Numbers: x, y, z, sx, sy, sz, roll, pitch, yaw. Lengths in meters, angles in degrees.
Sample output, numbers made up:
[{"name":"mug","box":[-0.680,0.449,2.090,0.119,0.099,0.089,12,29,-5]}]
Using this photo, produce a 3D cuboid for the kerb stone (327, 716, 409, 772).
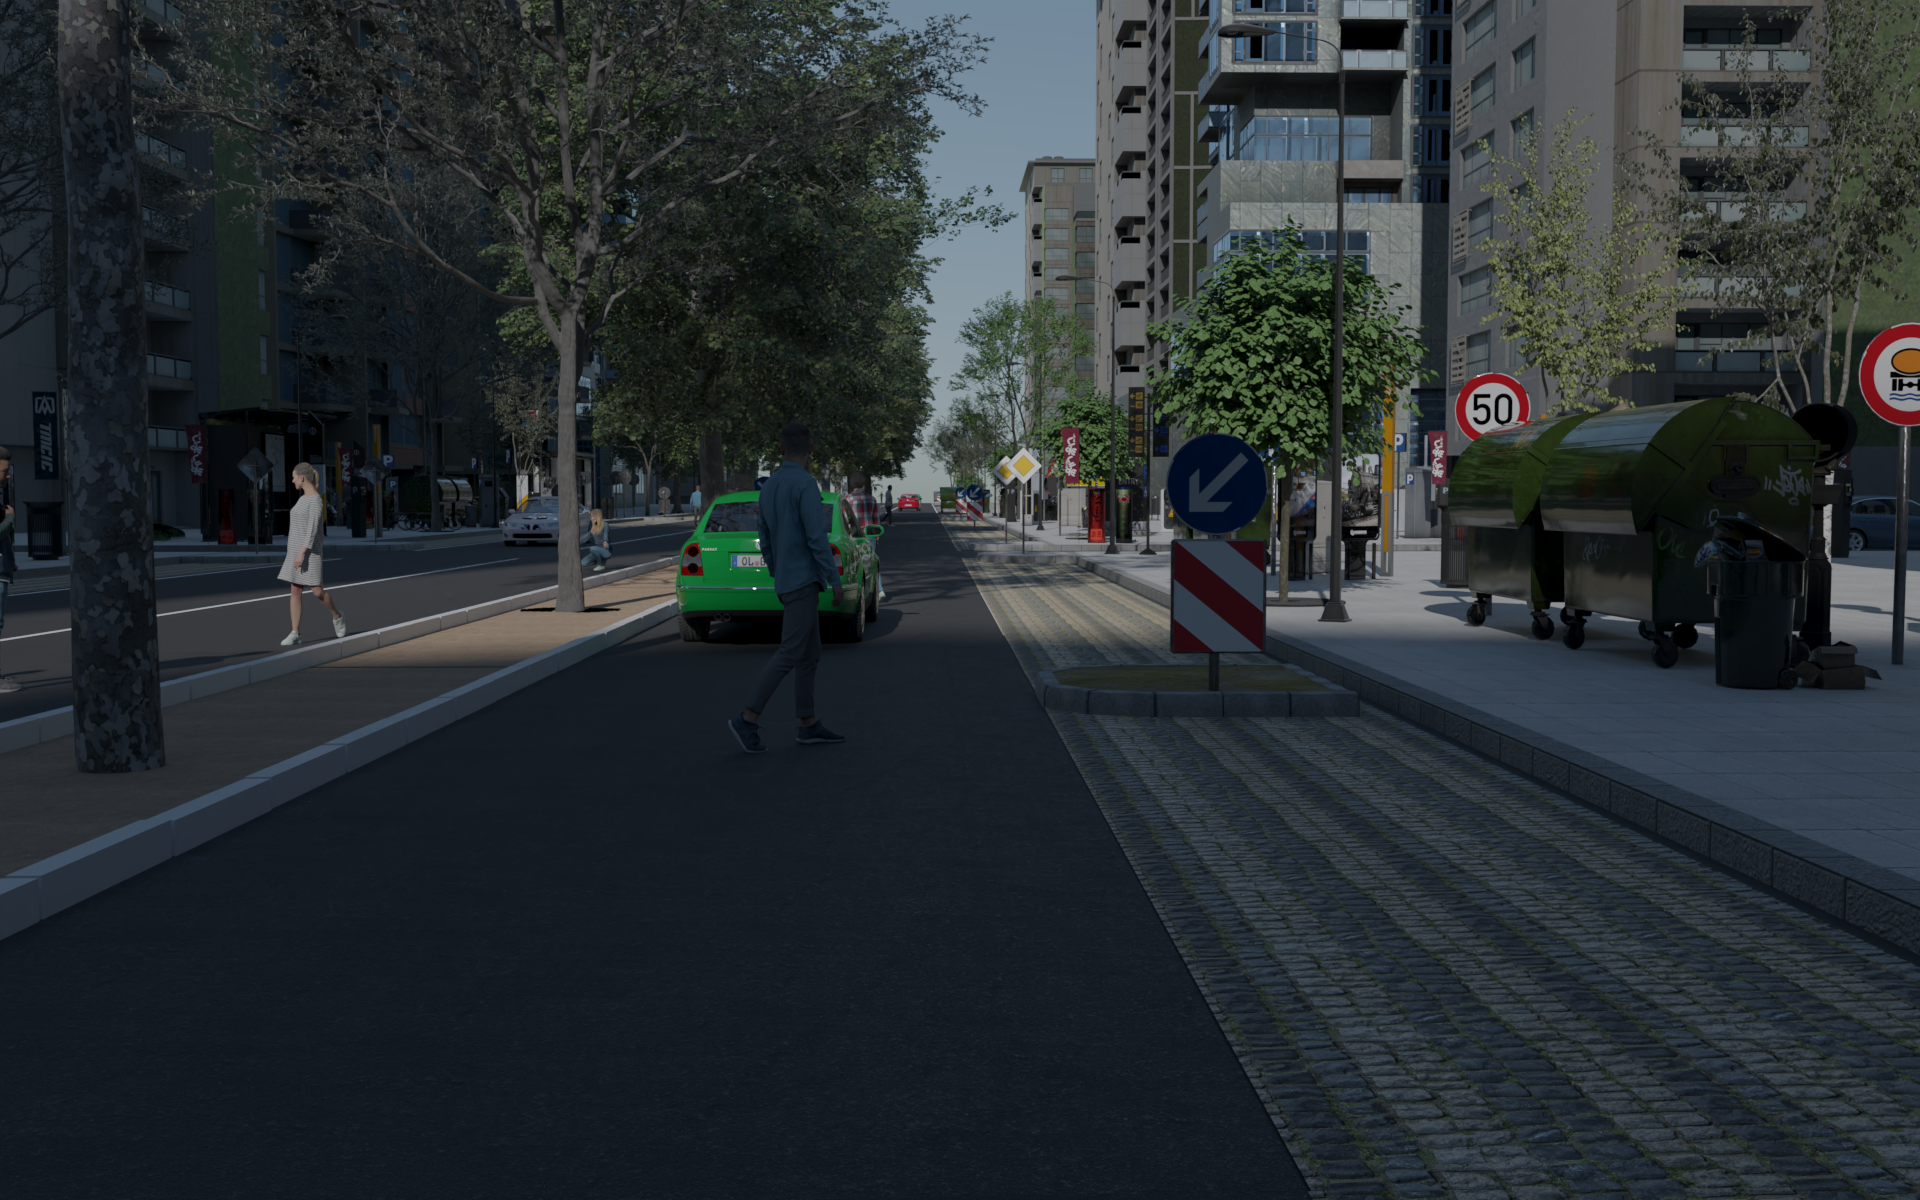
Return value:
[{"name":"kerb stone","box":[-3.218,0.782,9.406,0.120,0.150,1.000,0,4,-1]}]

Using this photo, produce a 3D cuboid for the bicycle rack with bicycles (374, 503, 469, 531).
[{"name":"bicycle rack with bicycles","box":[-19.062,-2.928,61.258,2.925,0.926,2.852,-1,4,-12]}]

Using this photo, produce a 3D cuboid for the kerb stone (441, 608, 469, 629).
[{"name":"kerb stone","box":[-5.500,0.218,18.624,0.120,0.150,1.000,0,4,-1]}]

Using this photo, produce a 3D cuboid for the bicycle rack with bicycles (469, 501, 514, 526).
[{"name":"bicycle rack with bicycles","box":[-19.354,-3.492,70.483,2.852,0.926,2.925,-2,4,-24]}]

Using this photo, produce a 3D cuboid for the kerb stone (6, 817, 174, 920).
[{"name":"kerb stone","box":[-3.158,0.971,6.325,0.120,0.150,1.000,0,4,-1]}]

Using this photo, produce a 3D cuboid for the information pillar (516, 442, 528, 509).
[{"name":"information pillar","box":[-19.625,-5.274,77.586,0.504,3.616,0.183,-2,4,-26]}]

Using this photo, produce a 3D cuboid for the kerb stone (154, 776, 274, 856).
[{"name":"kerb stone","box":[-3.172,0.915,7.347,0.120,0.150,1.000,0,4,-1]}]

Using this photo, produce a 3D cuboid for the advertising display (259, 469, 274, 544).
[{"name":"advertising display","box":[-17.795,-2.399,44.430,0.123,1.923,0.974,-2,4,-35]}]

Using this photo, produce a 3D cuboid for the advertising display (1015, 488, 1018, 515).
[{"name":"advertising display","box":[3.676,-6.286,107.984,0.974,1.923,0.123,0,4,-2]}]

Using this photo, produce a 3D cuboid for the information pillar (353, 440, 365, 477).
[{"name":"information pillar","box":[-25.717,-5.062,74.120,0.504,3.616,0.183,-2,4,-26]}]

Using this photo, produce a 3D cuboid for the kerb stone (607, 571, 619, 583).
[{"name":"kerb stone","box":[-5.678,-0.344,27.851,0.120,0.150,1.000,0,4,-1]}]

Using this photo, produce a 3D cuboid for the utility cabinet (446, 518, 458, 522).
[{"name":"utility cabinet","box":[-23.781,-4.259,80.797,0.306,1.237,1.020,-3,5,-44]}]

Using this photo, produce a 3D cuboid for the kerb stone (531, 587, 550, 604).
[{"name":"kerb stone","box":[-5.580,-0.032,22.724,0.120,0.150,1.000,0,4,-1]}]

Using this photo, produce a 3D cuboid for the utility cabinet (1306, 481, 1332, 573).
[{"name":"utility cabinet","box":[5.698,-1.179,27.952,0.318,1.500,1.173,3,5,40]}]

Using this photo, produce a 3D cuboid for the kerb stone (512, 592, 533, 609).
[{"name":"kerb stone","box":[-5.558,0.030,21.699,0.120,0.150,1.000,0,4,-1]}]

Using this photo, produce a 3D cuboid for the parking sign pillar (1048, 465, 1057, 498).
[{"name":"parking sign pillar","box":[6.543,-7.791,115.847,1.447,3.967,1.447,1,4,13]}]

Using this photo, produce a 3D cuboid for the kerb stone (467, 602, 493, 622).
[{"name":"kerb stone","box":[-5.515,0.155,19.654,0.120,0.150,1.000,0,4,-1]}]

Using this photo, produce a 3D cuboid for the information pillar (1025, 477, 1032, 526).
[{"name":"information pillar","box":[2.699,-4.006,69.982,0.304,2.012,0.304,-3,4,-36]}]

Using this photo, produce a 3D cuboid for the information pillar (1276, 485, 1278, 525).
[{"name":"information pillar","box":[13.524,-4.980,72.771,0.504,3.616,0.183,1,4,15]}]

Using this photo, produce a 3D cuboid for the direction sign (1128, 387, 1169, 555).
[{"name":"direction sign","box":[3.980,-2.727,36.577,0.876,3.537,0.379,1,4,20]}]

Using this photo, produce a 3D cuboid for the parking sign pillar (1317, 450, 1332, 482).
[{"name":"parking sign pillar","box":[15.809,-5.346,75.878,1.447,3.967,1.447,0,4,5]}]

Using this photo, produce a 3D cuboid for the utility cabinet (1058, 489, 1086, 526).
[{"name":"utility cabinet","box":[4.457,-3.706,69.264,1.173,1.500,0.318,3,5,41]}]

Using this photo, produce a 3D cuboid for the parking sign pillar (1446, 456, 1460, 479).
[{"name":"parking sign pillar","box":[20.784,-5.231,73.996,1.447,3.967,1.447,-1,4,-18]}]

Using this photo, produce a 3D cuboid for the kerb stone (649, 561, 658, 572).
[{"name":"kerb stone","box":[-5.759,-0.597,31.950,0.120,0.150,1.000,0,4,-1]}]

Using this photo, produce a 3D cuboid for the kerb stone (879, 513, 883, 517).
[{"name":"kerb stone","box":[-5.347,-5.897,118.615,0.120,0.150,1.000,0,4,-1]}]

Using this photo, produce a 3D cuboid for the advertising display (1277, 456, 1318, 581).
[{"name":"advertising display","box":[4.988,-1.248,25.612,0.123,1.923,0.974,3,5,40]}]

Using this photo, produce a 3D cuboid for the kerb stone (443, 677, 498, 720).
[{"name":"kerb stone","box":[-3.255,0.657,11.454,0.120,0.150,1.000,0,4,-1]}]

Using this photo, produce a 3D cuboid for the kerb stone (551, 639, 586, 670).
[{"name":"kerb stone","box":[-3.315,0.469,14.530,0.120,0.150,1.000,0,4,-1]}]

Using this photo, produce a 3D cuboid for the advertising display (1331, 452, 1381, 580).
[{"name":"advertising display","box":[5.906,-1.262,25.843,0.974,1.923,0.123,-3,4,-37]}]

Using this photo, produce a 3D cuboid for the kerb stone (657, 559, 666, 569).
[{"name":"kerb stone","box":[-5.775,-0.655,32.972,0.120,0.150,1.000,0,4,-1]}]

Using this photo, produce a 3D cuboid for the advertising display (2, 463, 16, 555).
[{"name":"advertising display","box":[-19.987,-1.908,36.411,0.123,1.923,0.974,-1,4,-22]}]

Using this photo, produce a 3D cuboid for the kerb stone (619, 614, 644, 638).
[{"name":"kerb stone","box":[-3.377,0.281,17.602,0.120,0.150,1.000,0,4,-1]}]

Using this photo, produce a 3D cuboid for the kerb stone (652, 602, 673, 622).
[{"name":"kerb stone","box":[-3.424,0.156,19.649,0.120,0.150,1.000,0,4,-1]}]

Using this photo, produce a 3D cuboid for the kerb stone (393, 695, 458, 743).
[{"name":"kerb stone","box":[-3.238,0.722,10.430,0.120,0.150,1.000,0,4,-1]}]

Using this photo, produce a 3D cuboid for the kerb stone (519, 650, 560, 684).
[{"name":"kerb stone","box":[-3.303,0.532,13.508,0.120,0.150,1.000,0,4,-1]}]

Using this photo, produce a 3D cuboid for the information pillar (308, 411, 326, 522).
[{"name":"information pillar","box":[-18.138,-3.518,48.870,0.504,3.616,0.183,1,4,20]}]

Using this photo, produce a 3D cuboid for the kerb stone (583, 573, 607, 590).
[{"name":"kerb stone","box":[-5.661,-0.283,26.828,0.120,0.150,1.000,0,4,-1]}]

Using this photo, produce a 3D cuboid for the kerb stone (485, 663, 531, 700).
[{"name":"kerb stone","box":[-3.284,0.595,12.476,0.120,0.150,1.000,0,4,-1]}]

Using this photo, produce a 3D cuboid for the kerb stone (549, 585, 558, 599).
[{"name":"kerb stone","box":[-5.597,-0.095,23.746,0.120,0.150,1.000,0,4,-1]}]

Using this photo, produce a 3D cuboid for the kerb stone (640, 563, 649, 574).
[{"name":"kerb stone","box":[-5.740,-0.534,30.923,0.120,0.150,1.000,0,4,-1]}]

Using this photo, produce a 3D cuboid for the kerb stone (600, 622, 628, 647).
[{"name":"kerb stone","box":[-3.351,0.344,16.574,0.120,0.150,1.000,0,4,-1]}]

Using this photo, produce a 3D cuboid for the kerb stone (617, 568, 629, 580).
[{"name":"kerb stone","box":[-5.702,-0.407,28.874,0.120,0.150,1.000,0,4,-1]}]

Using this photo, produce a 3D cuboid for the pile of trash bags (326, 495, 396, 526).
[{"name":"pile of trash bags","box":[-24.167,-3.630,69.110,3.447,1.369,1.912,0,4,7]}]

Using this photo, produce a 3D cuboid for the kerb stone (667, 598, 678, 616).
[{"name":"kerb stone","box":[-3.438,0.093,20.680,0.120,0.150,1.000,0,4,-1]}]

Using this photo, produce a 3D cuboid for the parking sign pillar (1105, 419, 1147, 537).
[{"name":"parking sign pillar","box":[5.063,-3.920,52.561,1.447,3.967,1.447,2,4,32]}]

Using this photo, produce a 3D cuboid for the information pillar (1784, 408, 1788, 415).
[{"name":"information pillar","box":[22.413,-3.422,47.310,0.504,3.616,0.183,-3,4,-37]}]

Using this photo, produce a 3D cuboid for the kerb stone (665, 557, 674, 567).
[{"name":"kerb stone","box":[-5.807,-0.722,34.000,0.120,0.150,1.000,0,4,-1]}]

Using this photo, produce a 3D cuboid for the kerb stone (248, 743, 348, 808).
[{"name":"kerb stone","box":[-3.201,0.849,8.379,0.120,0.150,1.000,0,4,-1]}]

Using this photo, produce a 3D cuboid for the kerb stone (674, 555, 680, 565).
[{"name":"kerb stone","box":[-5.814,-0.785,35.023,0.120,0.150,1.000,0,4,-1]}]

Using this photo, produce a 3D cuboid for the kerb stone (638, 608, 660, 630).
[{"name":"kerb stone","box":[-3.395,0.219,18.627,0.120,0.150,1.000,0,4,-1]}]

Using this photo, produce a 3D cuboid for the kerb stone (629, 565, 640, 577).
[{"name":"kerb stone","box":[-5.713,-0.470,29.901,0.120,0.150,1.000,0,4,-1]}]

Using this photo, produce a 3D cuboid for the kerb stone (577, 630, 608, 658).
[{"name":"kerb stone","box":[-3.341,0.406,15.552,0.120,0.150,1.000,0,4,-1]}]

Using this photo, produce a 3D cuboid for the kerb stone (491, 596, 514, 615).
[{"name":"kerb stone","box":[-5.538,0.093,20.677,0.120,0.150,1.000,0,4,-1]}]

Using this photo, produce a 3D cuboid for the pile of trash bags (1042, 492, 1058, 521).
[{"name":"pile of trash bags","box":[4.709,-4.579,84.623,1.912,1.369,3.447,-1,4,-20]}]

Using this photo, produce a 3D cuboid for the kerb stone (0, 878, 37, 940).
[{"name":"kerb stone","box":[-3.136,1.037,5.302,0.120,0.150,1.000,0,4,-1]}]
